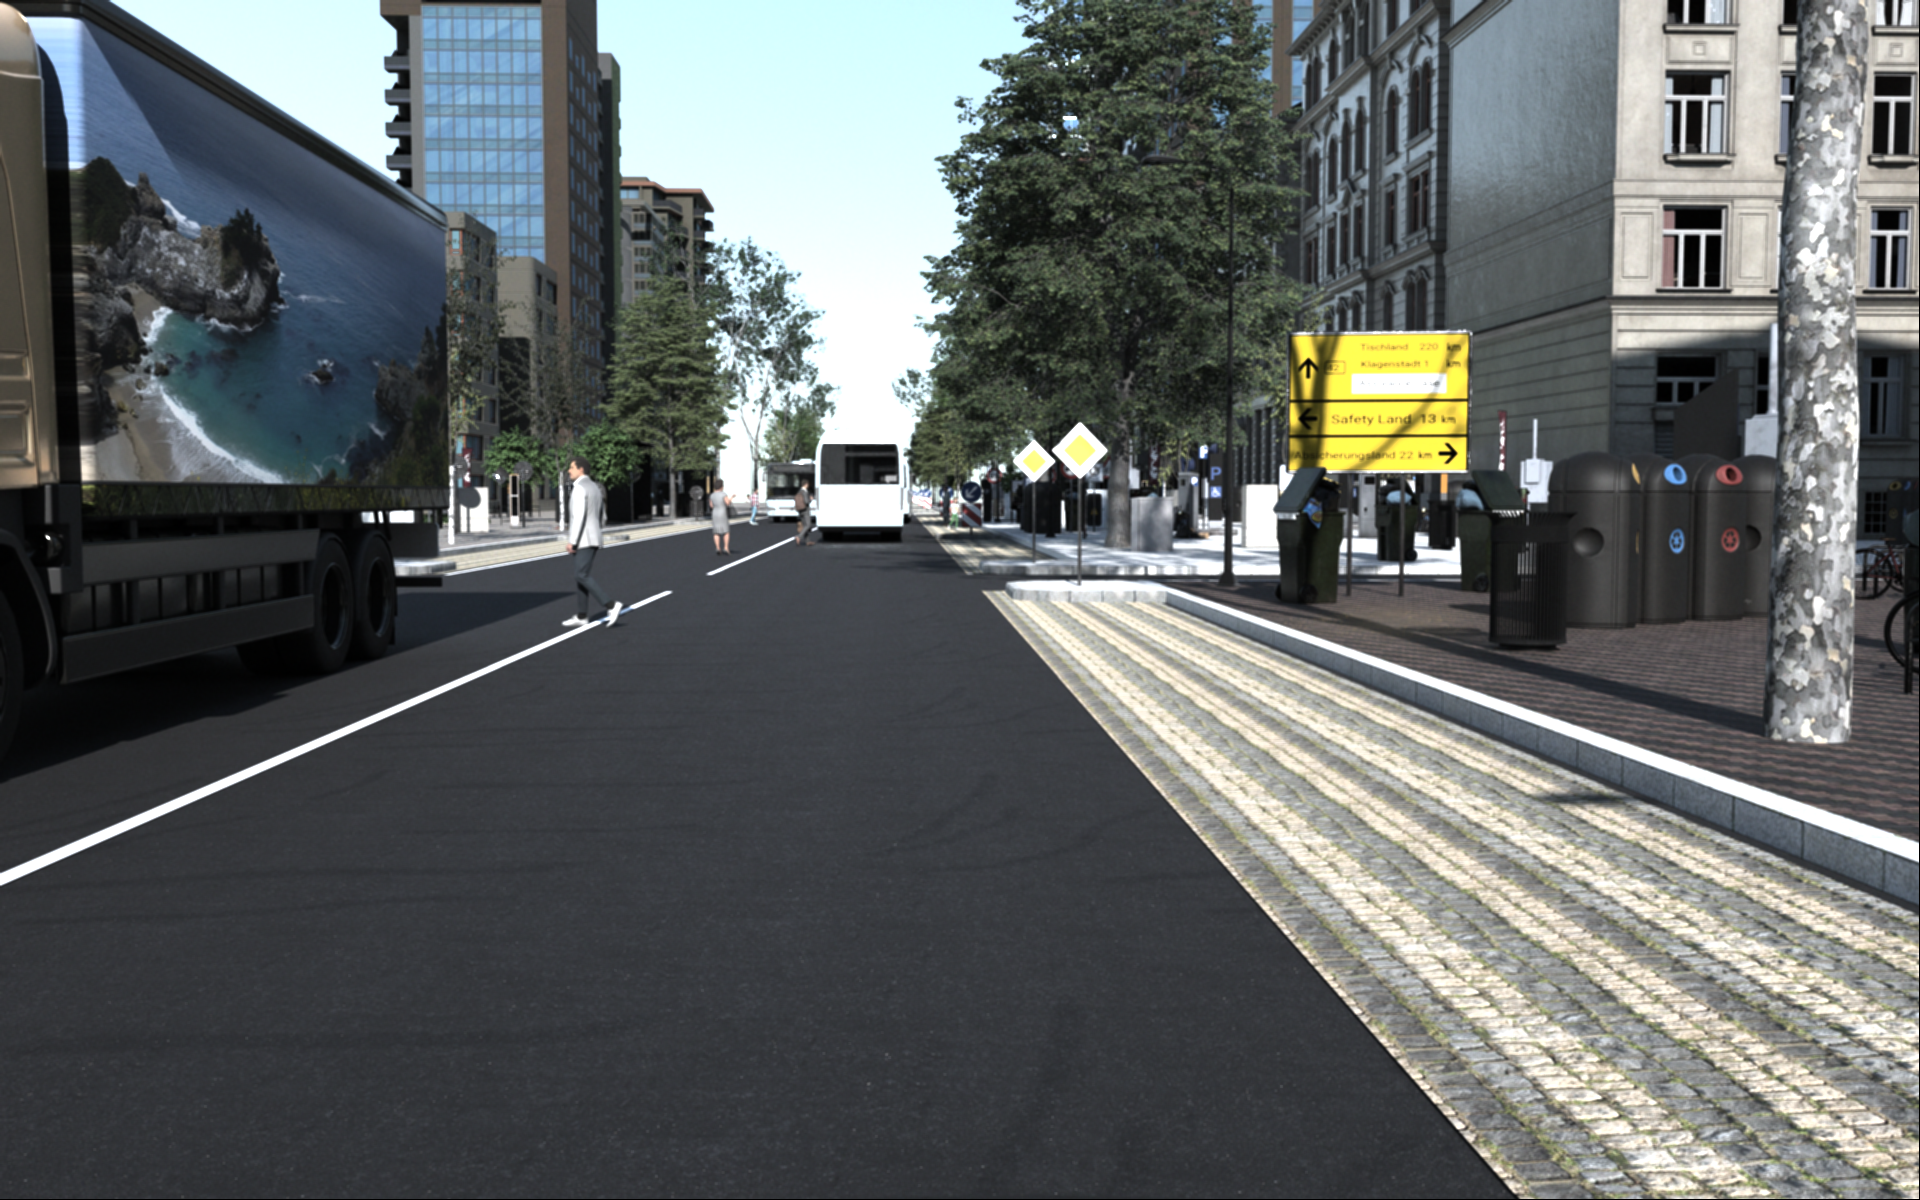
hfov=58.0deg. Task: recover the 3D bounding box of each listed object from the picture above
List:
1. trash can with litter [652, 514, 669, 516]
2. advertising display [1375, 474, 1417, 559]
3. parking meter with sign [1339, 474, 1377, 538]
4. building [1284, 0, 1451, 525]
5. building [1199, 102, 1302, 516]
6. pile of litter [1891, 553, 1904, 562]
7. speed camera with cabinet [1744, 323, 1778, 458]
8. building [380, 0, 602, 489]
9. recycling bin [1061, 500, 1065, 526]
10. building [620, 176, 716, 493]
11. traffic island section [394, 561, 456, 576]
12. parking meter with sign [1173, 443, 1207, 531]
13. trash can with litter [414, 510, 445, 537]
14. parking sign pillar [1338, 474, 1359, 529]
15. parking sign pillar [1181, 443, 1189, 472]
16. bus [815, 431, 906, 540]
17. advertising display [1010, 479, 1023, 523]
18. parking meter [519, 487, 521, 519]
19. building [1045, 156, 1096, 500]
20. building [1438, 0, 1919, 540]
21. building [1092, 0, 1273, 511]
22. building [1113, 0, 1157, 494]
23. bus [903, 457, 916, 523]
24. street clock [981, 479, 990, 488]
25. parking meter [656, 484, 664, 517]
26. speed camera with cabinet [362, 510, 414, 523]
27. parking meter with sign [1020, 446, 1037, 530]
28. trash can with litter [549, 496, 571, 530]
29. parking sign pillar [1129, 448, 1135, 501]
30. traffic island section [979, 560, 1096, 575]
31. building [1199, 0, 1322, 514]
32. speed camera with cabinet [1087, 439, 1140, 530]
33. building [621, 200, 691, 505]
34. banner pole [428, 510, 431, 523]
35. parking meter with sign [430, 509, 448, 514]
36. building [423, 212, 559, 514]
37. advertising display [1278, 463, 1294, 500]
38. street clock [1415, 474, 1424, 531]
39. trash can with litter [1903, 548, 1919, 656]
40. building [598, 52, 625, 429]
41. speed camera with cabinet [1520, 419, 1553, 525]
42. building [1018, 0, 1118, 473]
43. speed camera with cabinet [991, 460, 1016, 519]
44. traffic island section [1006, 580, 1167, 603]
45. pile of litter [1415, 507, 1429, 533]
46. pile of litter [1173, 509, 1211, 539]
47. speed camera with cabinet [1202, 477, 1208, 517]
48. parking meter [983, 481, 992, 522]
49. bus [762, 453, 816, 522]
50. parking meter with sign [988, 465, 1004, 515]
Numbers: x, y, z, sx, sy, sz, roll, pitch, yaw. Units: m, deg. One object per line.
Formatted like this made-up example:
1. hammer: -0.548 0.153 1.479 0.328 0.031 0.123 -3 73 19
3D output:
1. trash can with litter: -18.029 -5.494 100.890 2.233 1.210 1.678 -1 4 -19
2. advertising display: 8.610 -1.774 34.212 0.974 1.923 0.123 -2 4 -29
3. parking meter with sign: 11.898 -3.297 50.172 1.738 3.016 0.543 0 4 5
4. building: 23.643 -17.675 76.379 14.401 28.519 23.554 0 4 -2
5. building: 20.642 -16.469 98.147 11.050 23.489 19.941 0 4 -2
6. pile of litter: 18.315 -1.159 32.909 1.719 0.858 1.176 -1 4 -21
7. speed camera with cabinet: 8.890 -1.553 19.735 2.038 3.252 0.660 -2 4 -23
8. building: -37.525 -30.042 141.305 14.600 45.320 14.200 0 4 -2
9. recycling bin: 4.250 -3.448 68.926 0.722 1.027 0.722 -1 4 -21
10. building: -45.877 -35.868 241.060 22.147 44.769 28.867 0 4 -2
11. traffic island section: -10.489 -0.581 31.775 2.009 0.180 2.903 0 4 -2
12. parking meter with sign: 7.859 -3.868 59.502 0.543 3.016 1.738 -2 4 -31
13. trash can with litter: -16.392 -2.542 52.625 1.678 1.210 2.233 -2 4 -23
14. parking sign pillar: 14.498 -4.646 64.427 1.447 3.967 1.447 2 4 31
15. parking sign pillar: 11.932 -6.208 89.980 1.447 3.967 1.447 -1 4 -19
16. bus: -3.180 -3.786 56.757 2.948 3.499 13.247 0 4 -2
17. advertising display: 2.679 -4.370 76.661 0.974 1.923 0.123 -2 4 -26
18. parking meter: -23.265 -5.206 90.824 0.399 1.863 0.255 -3 4 -36
19. building: 21.623 -34.655 221.238 22.147 44.769 28.867 0 4 -2
20. building: 31.766 -13.547 54.778 30.059 22.955 16.112 0 4 -2
21. building: 20.115 -31.342 162.555 14.600 45.320 14.200 0 4 -2
22. building: 24.371 -31.844 140.259 23.786 49.044 30.456 0 4 -2
23. bus: -3.790 -5.762 89.073 2.948 3.499 13.247 0 4 -1
24. street clock: 1.269 -4.971 85.850 0.358 2.002 0.471 3 5 43
25. parking meter: -16.866 -5.599 97.255 0.399 1.863 0.255 -2 4 -32
26. speed camera with cabinet: -13.188 -2.690 38.324 2.038 3.252 0.660 -3 5 -41
27. parking meter with sign: 2.512 -4.053 62.524 0.543 3.016 1.738 1 4 11
28. trash can with litter: -14.242 -3.197 63.322 1.678 1.210 2.233 -2 4 -30
29. parking sign pillar: 8.954 -6.527 95.182 1.447 3.967 1.447 0 4 0
30. traffic island section: 1.395 -0.607 32.207 2.009 0.180 2.903 0 4 -2
31. building: 21.115 -28.614 117.952 14.600 45.320 14.200 0 4 -2
32. speed camera with cabinet: 5.447 -4.153 62.239 2.038 3.252 0.660 3 5 39
33. building: -49.678 -31.969 214.575 32.217 40.220 23.993 0 4 -2
34. banner pole: -17.056 -3.997 55.368 0.401 3.779 0.863 -2 4 -32
35. parking meter with sign: -24.496 -5.184 81.017 0.543 3.016 1.738 -3 5 -40
36. building: -44.634 -16.829 120.198 27.650 21.520 28.899 0 4 -2
37. advertising display: 6.950 -1.847 35.407 0.974 1.923 0.123 3 5 40
38. street clock: 15.997 -3.434 60.720 0.358 2.002 0.471 -3 5 -44
39. trash can with litter: 7.869 -0.145 13.766 0.624 1.170 1.055 1 4 20
40. building: -38.394 -28.864 155.524 14.154 41.232 14.086 0 4 -2
41. speed camera with cabinet: 15.825 -3.129 45.493 2.038 3.252 0.660 3 4 38
42. building: 20.703 -57.319 249.828 22.319 86.520 31.000 0 4 -2
43. speed camera with cabinet: 2.402 -5.792 89.042 2.038 3.252 0.660 3 4 39
44. traffic island section: 1.689 -0.119 24.227 2.009 0.180 2.903 0 4 -2
45. pile of litter: 15.755 -2.675 57.695 1.176 0.858 1.719 1 4 17
46. pile of litter: 6.689 -2.221 50.285 1.176 0.858 1.719 0 4 8
47. speed camera with cabinet: 13.962 -6.293 97.221 0.660 3.252 2.038 1 4 13
48. parking meter: 1.266 -4.499 79.263 0.399 1.863 0.255 0 4 3
49. bus: -8.278 -5.868 90.798 2.948 3.499 13.247 0 4 0
50. parking meter with sign: 2.373 -6.603 104.216 0.543 3.016 1.738 2 4 35
